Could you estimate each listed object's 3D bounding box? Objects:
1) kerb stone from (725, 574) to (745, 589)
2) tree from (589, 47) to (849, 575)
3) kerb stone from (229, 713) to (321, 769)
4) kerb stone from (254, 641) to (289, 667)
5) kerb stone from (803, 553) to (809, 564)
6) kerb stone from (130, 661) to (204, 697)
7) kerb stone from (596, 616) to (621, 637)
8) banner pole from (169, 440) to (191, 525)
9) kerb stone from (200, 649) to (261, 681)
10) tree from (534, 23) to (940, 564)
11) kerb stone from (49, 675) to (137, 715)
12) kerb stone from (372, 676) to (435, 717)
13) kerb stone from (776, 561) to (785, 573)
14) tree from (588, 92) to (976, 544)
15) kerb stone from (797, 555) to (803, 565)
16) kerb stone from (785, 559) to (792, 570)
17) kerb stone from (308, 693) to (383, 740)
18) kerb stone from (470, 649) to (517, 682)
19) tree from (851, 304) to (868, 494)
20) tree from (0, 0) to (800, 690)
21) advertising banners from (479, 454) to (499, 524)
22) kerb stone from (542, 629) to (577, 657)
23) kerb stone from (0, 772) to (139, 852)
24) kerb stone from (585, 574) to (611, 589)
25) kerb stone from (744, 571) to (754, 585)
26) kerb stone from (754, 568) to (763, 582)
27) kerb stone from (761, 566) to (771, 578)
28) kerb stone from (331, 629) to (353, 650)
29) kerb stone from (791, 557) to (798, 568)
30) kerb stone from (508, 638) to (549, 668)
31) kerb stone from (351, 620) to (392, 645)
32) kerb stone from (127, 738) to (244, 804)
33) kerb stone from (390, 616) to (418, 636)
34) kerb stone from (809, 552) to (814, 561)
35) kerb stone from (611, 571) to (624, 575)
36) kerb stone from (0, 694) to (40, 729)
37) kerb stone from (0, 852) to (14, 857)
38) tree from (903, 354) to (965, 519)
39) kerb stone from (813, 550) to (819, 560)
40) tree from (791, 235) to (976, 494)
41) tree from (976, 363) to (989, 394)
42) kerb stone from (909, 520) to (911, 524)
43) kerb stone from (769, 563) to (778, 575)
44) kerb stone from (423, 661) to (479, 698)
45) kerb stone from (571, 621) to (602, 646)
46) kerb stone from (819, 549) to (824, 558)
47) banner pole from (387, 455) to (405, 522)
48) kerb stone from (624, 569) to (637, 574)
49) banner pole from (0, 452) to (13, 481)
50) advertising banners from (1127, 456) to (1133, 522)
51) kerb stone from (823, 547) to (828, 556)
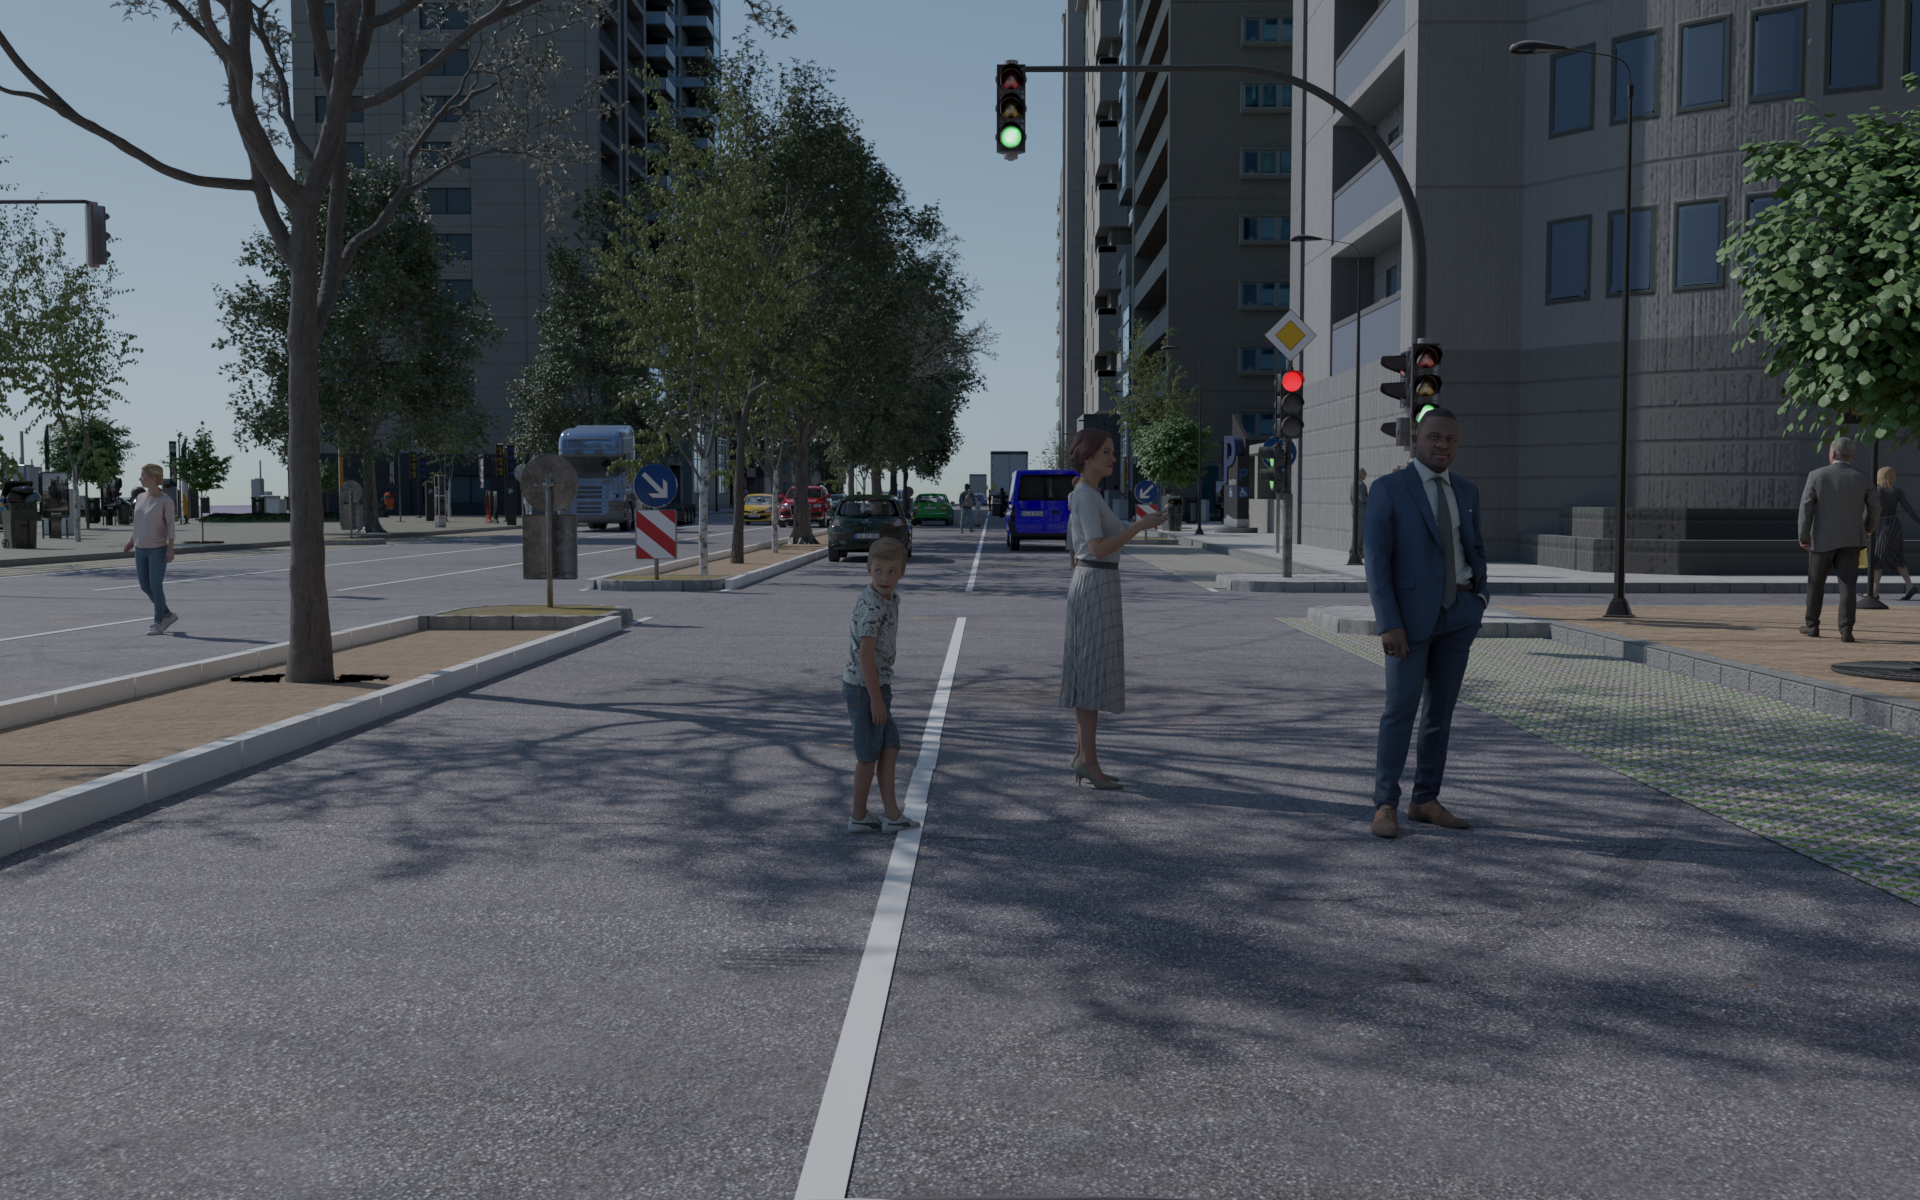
[{"bbox_3d":[-3.459,-0.261,26.513,0.120,0.150,1.000,0,4,1],"label":"kerb stone"},{"bbox_3d":[-4.274,-4.637,28.631,4.737,8.622,4.395,0,3,0],"label":"tree"},{"bbox_3d":[-3.785,0.774,9.533,0.120,0.150,1.000,0,4,1],"label":"kerb stone"},{"bbox_3d":[-5.793,0.459,14.695,0.120,0.150,1.000,0,4,1],"label":"kerb stone"},{"bbox_3d":[-3.283,-0.827,35.724,0.120,0.150,1.000,0,4,1],"label":"kerb stone"},{"bbox_3d":[-5.830,0.584,12.651,0.120,0.150,1.000,0,4,1],"label":"kerb stone"},{"bbox_3d":[-3.634,0.275,17.727,0.120,0.150,1.000,0,4,1],"label":"kerb stone"},{"bbox_3d":[-32.561,-5.011,71.950,0.401,3.779,0.863,1,4,14],"label":"banner pole"},{"bbox_3d":[-5.813,0.526,13.673,0.120,0.150,1.000,0,4,1],"label":"kerb stone"},{"bbox_3d":[-4.595,-5.992,34.836,8.767,10.594,7.601,0,4,1],"label":"tree"},{"bbox_3d":[-5.851,0.646,11.629,0.120,0.150,1.000,0,4,1],"label":"kerb stone"},{"bbox_3d":[-3.750,0.654,11.584,0.120,0.150,1.000,0,4,1],"label":"kerb stone"},{"bbox_3d":[-3.361,-0.577,31.637,0.120,0.150,1.000,0,4,1],"label":"kerb stone"},{"bbox_3d":[-4.508,-7.919,48.946,9.611,12.733,9.660,0,3,0],"label":"tree"},{"bbox_3d":[-3.309,-0.763,34.702,0.120,0.150,1.000,0,4,1],"label":"kerb stone"},{"bbox_3d":[-3.339,-0.640,32.658,0.120,0.150,1.000,0,4,1],"label":"kerb stone"},{"bbox_3d":[-3.772,0.715,10.560,0.120,0.150,1.000,0,4,1],"label":"kerb stone"},{"bbox_3d":[-3.708,0.524,13.632,0.120,0.150,1.000,0,4,1],"label":"kerb stone"},{"bbox_3d":[-4.503,-5.443,41.808,4.737,8.622,4.395,0,3,0],"label":"tree"},{"bbox_3d":[-4.988,-6.124,12.954,12.009,13.543,11.850,0,3,0],"label":"tree"},{"bbox_3d":[-20.516,-4.844,75.383,0.090,3.025,2.074,-3,4,-37],"label":"advertising banners"},{"bbox_3d":[-3.670,0.398,15.683,0.120,0.150,1.000,0,4,1],"label":"kerb stone"},{"bbox_3d":[-3.832,0.900,7.484,0.120,0.150,1.000,0,4,1],"label":"kerb stone"},{"bbox_3d":[-5.559,-0.264,26.507,0.120,0.150,1.000,0,4,1],"label":"kerb stone"},{"bbox_3d":[-3.443,-0.327,27.534,0.120,0.150,1.000,0,4,1],"label":"kerb stone"},{"bbox_3d":[-3.424,-0.389,28.557,0.120,0.150,1.000,0,4,1],"label":"kerb stone"},{"bbox_3d":[-3.399,-0.450,29.582,0.120,0.150,1.000,0,4,1],"label":"kerb stone"},{"bbox_3d":[-5.774,0.401,15.718,0.120,0.150,1.000,0,4,1],"label":"kerb stone"},{"bbox_3d":[-3.313,-0.702,33.680,0.120,0.150,1.000,0,4,1],"label":"kerb stone"},{"bbox_3d":[-3.687,0.461,14.656,0.120,0.150,1.000,0,4,1],"label":"kerb stone"},{"bbox_3d":[-5.750,0.333,16.745,0.120,0.150,1.000,0,4,1],"label":"kerb stone"},{"bbox_3d":[-3.809,0.837,8.511,0.120,0.150,1.000,0,4,1],"label":"kerb stone"},{"bbox_3d":[-5.733,0.271,17.773,0.120,0.150,1.000,0,4,1],"label":"kerb stone"},{"bbox_3d":[-3.271,-0.890,36.745,0.120,0.150,1.000,0,4,1],"label":"kerb stone"},{"bbox_3d":[-5.543,-0.326,27.531,0.120,0.150,1.000,0,4,1],"label":"kerb stone"},{"bbox_3d":[-5.870,0.709,10.599,0.120,0.150,1.000,0,4,1],"label":"kerb stone"},{"bbox_3d":[-3.850,0.966,6.462,0.120,0.150,1.000,0,4,1],"label":"kerb stone"},{"bbox_3d":[-3.145,-10.343,97.318,9.928,11.665,9.643,0,3,0],"label":"tree"},{"bbox_3d":[-3.245,-0.953,37.769,0.120,0.150,1.000,0,4,1],"label":"kerb stone"},{"bbox_3d":[-3.703,-10.304,77.588,9.857,13.997,8.962,0,3,0],"label":"tree"},{"bbox_3d":[-3.355,-10.274,87.437,9.611,12.733,9.660,0,3,0],"label":"tree"},{"bbox_3d":[-2.317,-3.898,85.929,0.120,0.150,1.000,0,4,1],"label":"kerb stone"},{"bbox_3d":[-3.384,-0.510,30.615,0.120,0.150,1.000,0,4,1],"label":"kerb stone"},{"bbox_3d":[-3.729,0.588,12.605,0.120,0.150,1.000,0,4,1],"label":"kerb stone"},{"bbox_3d":[-3.648,0.336,16.705,0.120,0.150,1.000,0,4,1],"label":"kerb stone"},{"bbox_3d":[-3.219,-1.015,38.798,0.120,0.150,1.000,0,4,1],"label":"kerb stone"},{"bbox_3d":[-25.868,-5.462,79.324,0.401,3.779,0.863,3,5,42],"label":"banner pole"},{"bbox_3d":[-5.522,-0.389,28.553,0.120,0.150,1.000,0,4,1],"label":"kerb stone"},{"bbox_3d":[-56.514,-6.905,102.910,0.863,3.779,0.401,-2,4,-28],"label":"banner pole"},{"bbox_3d":[7.854,-5.133,80.110,0.090,3.025,2.074,1,4,13],"label":"advertising banners"},{"bbox_3d":[-3.207,-1.078,39.820,0.120,0.150,1.000,0,4,1],"label":"kerb stone"}]
